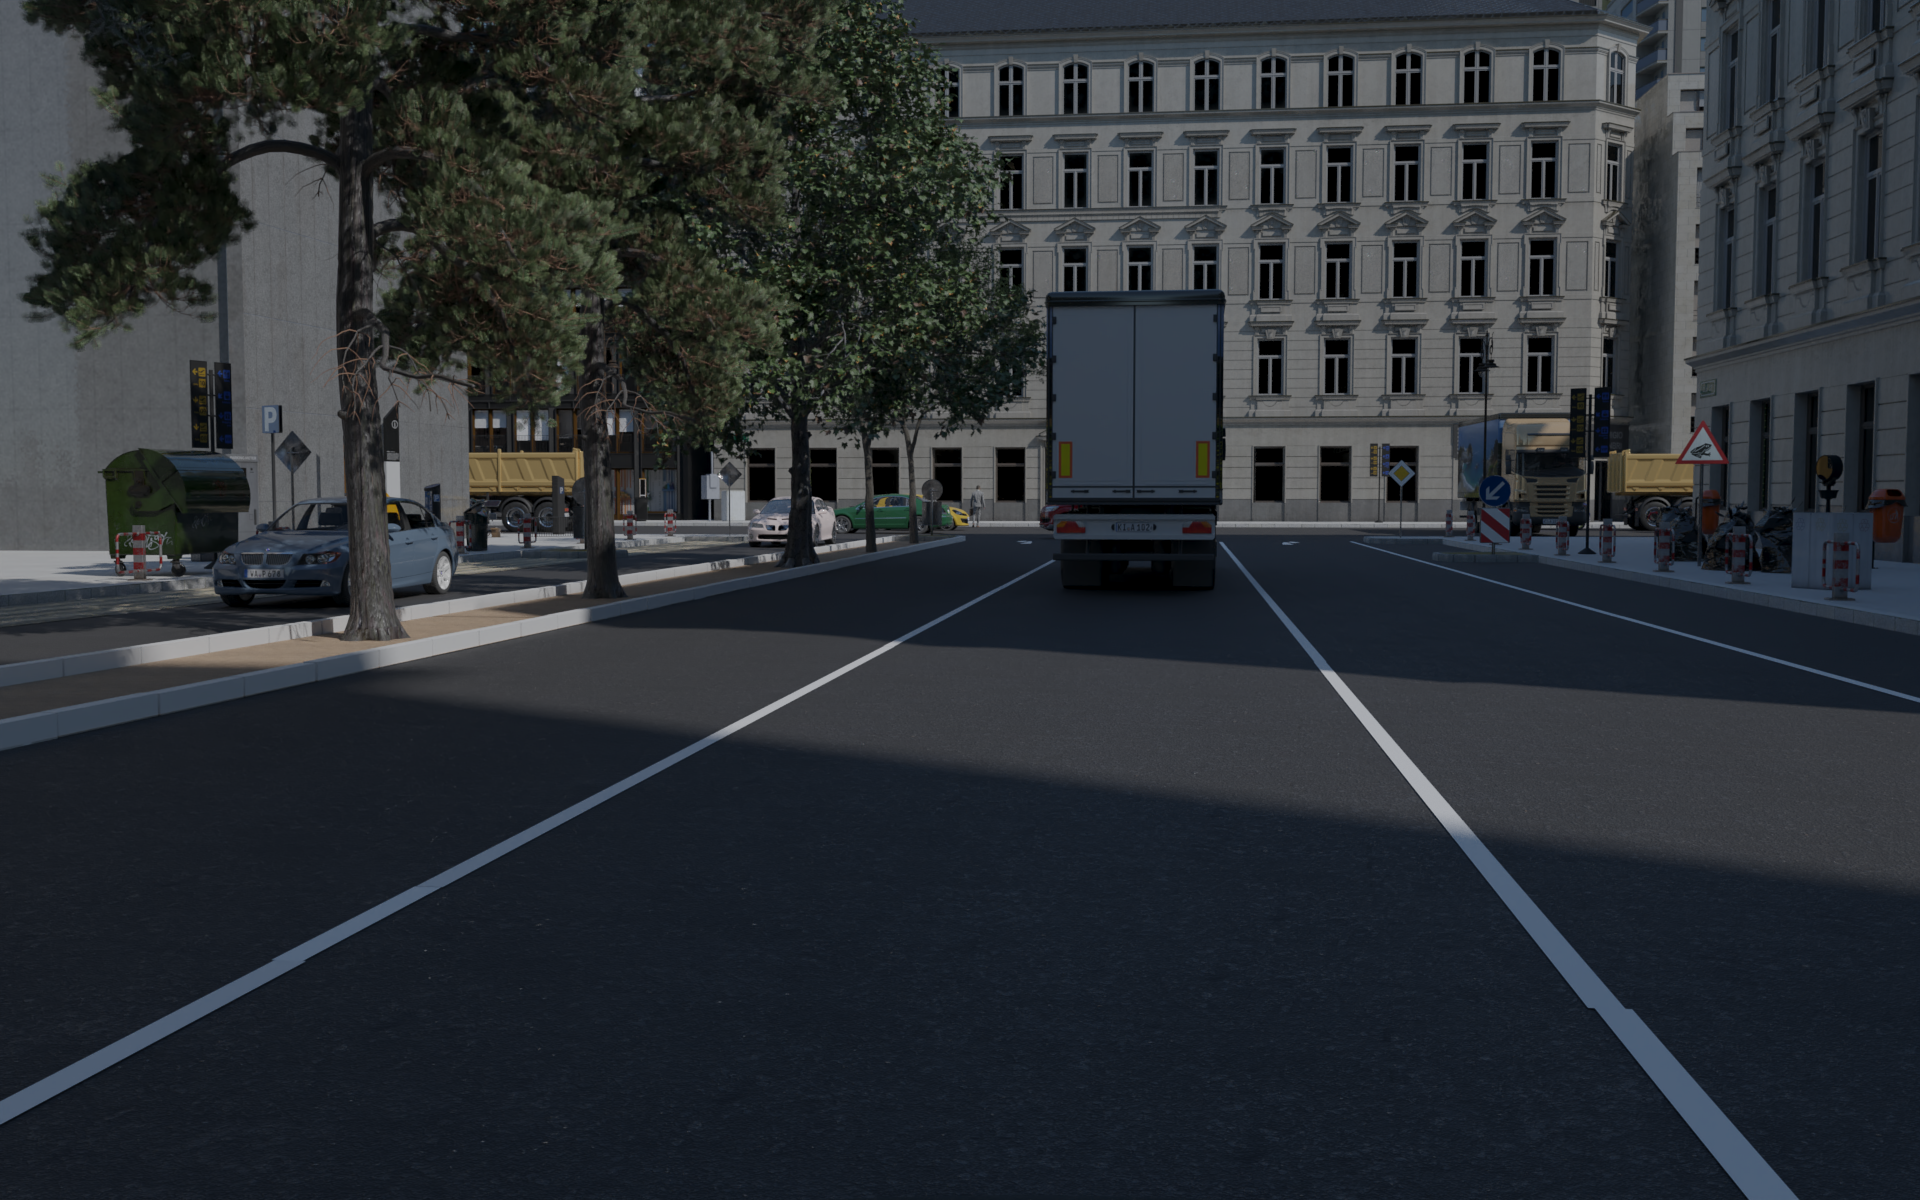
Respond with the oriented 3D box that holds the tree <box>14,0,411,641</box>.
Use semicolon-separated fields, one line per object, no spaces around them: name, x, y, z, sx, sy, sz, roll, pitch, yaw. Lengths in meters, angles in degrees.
tree;-5.855;-5.637;16.675;6.751;12.117;7.091;0;3;0

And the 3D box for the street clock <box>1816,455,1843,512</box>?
street clock;16.101;-1.685;32.123;0.358;2.002;0.471;-1;4;-11

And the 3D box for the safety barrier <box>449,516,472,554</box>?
safety barrier;-10.703;-1.396;37.095;0.300;0.817;1.120;0;4;7

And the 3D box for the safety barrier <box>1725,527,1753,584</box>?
safety barrier;11.109;-0.638;24.711;0.300;0.817;1.120;0;4;7

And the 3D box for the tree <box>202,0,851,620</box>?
tree;-4.997;-6.052;23.460;6.751;12.117;7.091;0;3;0

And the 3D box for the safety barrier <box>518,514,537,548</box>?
safety barrier;-10.218;-1.629;40.903;0.300;0.817;1.120;0;4;7

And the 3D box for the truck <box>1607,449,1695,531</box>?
truck;30.527;-4.370;67.379;9.791;3.379;3.469;0;4;8

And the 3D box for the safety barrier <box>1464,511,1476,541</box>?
safety barrier;14.026;-2.036;47.571;0.300;0.817;1.120;0;4;7

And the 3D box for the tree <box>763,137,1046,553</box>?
tree;-2.098;-6.447;42.270;8.767;10.594;7.601;0;4;7

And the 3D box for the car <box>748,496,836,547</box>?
car;-4.634;-2.200;48.327;2.083;1.381;4.827;0;4;6

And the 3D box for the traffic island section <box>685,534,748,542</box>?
traffic island section;-7.141;-1.912;53.546;2.009;0.180;2.903;0;4;7

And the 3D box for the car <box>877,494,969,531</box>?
car;-1.619;-3.569;68.574;3.980;1.641;2.015;0;4;7

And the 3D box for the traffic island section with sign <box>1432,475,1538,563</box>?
traffic island section with sign;11.253;-1.751;37.255;1.989;1.847;2.006;0;4;7

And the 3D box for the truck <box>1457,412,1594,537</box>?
truck;19.992;-4.459;61.813;2.839;4.237;11.283;0;4;6

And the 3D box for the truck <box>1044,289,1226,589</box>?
truck;3.156;-2.478;29.431;2.839;4.237;11.283;0;4;8

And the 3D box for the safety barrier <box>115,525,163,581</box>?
safety barrier;-12.161;-0.697;25.667;0.300;0.817;1.120;0;4;7

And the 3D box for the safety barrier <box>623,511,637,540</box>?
safety barrier;-9.245;-2.095;48.522;0.300;0.817;1.120;0;4;7

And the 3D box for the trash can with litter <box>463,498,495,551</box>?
trash can with litter;-11.072;-1.675;38.769;1.055;1.170;0.624;0;4;-5

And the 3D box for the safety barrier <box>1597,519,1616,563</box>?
safety barrier;12.084;-1.104;32.327;0.300;0.817;1.120;0;4;7

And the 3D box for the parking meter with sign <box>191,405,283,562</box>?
parking meter with sign;-13.967;-2.271;33.397;0.543;3.016;1.738;2;4;34

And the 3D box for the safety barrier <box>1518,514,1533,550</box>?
safety barrier;13.055;-1.571;39.954;0.300;0.817;1.120;0;4;7

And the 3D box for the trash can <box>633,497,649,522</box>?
trash can;-14.922;-4.246;81.078;0.748;1.137;0.748;0;3;0

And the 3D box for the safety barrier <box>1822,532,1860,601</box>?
safety barrier;10.627;-0.405;20.902;0.300;0.817;1.120;0;4;7

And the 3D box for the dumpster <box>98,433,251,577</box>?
dumpster;-12.490;-1.533;27.560;1.502;2.255;1.985;0;4;7

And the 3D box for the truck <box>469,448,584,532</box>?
truck;-18.902;-4.305;66.308;9.791;3.379;3.469;0;4;5

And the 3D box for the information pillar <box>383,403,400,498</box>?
information pillar;-14.553;-3.245;44.412;0.183;3.616;0.504;2;4;25

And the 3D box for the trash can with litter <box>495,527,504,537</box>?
trash can with litter;-14.043;-2.440;51.287;1.055;1.170;0.624;-1;4;-15

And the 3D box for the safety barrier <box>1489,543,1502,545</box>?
safety barrier;13.538;-1.804;43.763;0.300;0.817;1.120;0;4;7

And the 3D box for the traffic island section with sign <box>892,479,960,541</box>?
traffic island section with sign;-0.951;-2.744;52.996;2.006;1.907;1.989;0;4;7

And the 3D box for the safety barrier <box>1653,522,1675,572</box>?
safety barrier;11.595;-0.871;28.519;0.300;0.817;1.120;0;4;7

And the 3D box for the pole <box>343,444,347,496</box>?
pole;-14.292;-2.853;40.493;0.158;3.312;0.155;0;3;0

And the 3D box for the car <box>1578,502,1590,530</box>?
car;23.508;-3.696;70.017;3.694;1.707;1.945;1;4;9

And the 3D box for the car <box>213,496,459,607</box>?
car;-8.367;-0.709;23.599;2.014;1.417;4.499;0;4;6

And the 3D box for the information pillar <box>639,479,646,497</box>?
information pillar;-15.130;-4.777;82.597;0.304;2.012;0.304;-1;4;-11

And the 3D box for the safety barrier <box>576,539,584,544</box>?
safety barrier;-9.735;-1.862;44.714;0.300;0.817;1.120;0;4;7

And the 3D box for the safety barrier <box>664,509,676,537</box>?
safety barrier;-8.756;-2.329;52.349;0.300;0.817;1.120;0;4;7

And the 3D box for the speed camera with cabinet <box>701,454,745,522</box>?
speed camera with cabinet;-11.104;-5.314;81.221;2.038;3.252;0.660;-3;4;-37

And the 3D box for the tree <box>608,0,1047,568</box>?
tree;-3.104;-6.979;33.573;9.611;12.733;9.660;0;3;0

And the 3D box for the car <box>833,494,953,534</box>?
car;-2.716;-3.141;63.148;4.920;1.459;2.131;0;4;8

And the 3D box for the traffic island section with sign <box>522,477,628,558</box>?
traffic island section with sign;-8.626;-1.871;39.226;1.989;1.847;2.006;0;4;7

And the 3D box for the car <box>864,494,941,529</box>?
car;-2.190;-3.754;71.172;4.222;1.686;2.009;1;4;9

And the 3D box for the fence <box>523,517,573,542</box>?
fence;-10.619;-1.853;45.674;2.069;0.683;0.278;-3;5;-42

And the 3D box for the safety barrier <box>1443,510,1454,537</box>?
safety barrier;14.511;-2.269;51.380;0.300;0.817;1.120;0;4;7

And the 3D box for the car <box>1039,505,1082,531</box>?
car;5.191;-2.872;55.630;5.304;1.827;2.281;1;4;8

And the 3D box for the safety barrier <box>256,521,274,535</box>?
safety barrier;-11.674;-0.930;29.478;0.300;0.817;1.120;0;4;7

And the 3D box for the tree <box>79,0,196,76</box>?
tree;-6.860;-5.773;7.220;12.009;13.543;11.850;0;3;0

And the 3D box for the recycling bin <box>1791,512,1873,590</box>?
recycling bin;11.820;-0.668;23.480;0.722;1.027;0.722;-1;4;-16

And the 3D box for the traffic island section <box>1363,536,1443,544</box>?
traffic island section;12.987;-1.756;50.986;2.009;0.180;2.903;0;4;7

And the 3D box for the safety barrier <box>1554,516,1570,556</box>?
safety barrier;12.569;-1.337;36.135;0.300;0.817;1.120;0;4;7
